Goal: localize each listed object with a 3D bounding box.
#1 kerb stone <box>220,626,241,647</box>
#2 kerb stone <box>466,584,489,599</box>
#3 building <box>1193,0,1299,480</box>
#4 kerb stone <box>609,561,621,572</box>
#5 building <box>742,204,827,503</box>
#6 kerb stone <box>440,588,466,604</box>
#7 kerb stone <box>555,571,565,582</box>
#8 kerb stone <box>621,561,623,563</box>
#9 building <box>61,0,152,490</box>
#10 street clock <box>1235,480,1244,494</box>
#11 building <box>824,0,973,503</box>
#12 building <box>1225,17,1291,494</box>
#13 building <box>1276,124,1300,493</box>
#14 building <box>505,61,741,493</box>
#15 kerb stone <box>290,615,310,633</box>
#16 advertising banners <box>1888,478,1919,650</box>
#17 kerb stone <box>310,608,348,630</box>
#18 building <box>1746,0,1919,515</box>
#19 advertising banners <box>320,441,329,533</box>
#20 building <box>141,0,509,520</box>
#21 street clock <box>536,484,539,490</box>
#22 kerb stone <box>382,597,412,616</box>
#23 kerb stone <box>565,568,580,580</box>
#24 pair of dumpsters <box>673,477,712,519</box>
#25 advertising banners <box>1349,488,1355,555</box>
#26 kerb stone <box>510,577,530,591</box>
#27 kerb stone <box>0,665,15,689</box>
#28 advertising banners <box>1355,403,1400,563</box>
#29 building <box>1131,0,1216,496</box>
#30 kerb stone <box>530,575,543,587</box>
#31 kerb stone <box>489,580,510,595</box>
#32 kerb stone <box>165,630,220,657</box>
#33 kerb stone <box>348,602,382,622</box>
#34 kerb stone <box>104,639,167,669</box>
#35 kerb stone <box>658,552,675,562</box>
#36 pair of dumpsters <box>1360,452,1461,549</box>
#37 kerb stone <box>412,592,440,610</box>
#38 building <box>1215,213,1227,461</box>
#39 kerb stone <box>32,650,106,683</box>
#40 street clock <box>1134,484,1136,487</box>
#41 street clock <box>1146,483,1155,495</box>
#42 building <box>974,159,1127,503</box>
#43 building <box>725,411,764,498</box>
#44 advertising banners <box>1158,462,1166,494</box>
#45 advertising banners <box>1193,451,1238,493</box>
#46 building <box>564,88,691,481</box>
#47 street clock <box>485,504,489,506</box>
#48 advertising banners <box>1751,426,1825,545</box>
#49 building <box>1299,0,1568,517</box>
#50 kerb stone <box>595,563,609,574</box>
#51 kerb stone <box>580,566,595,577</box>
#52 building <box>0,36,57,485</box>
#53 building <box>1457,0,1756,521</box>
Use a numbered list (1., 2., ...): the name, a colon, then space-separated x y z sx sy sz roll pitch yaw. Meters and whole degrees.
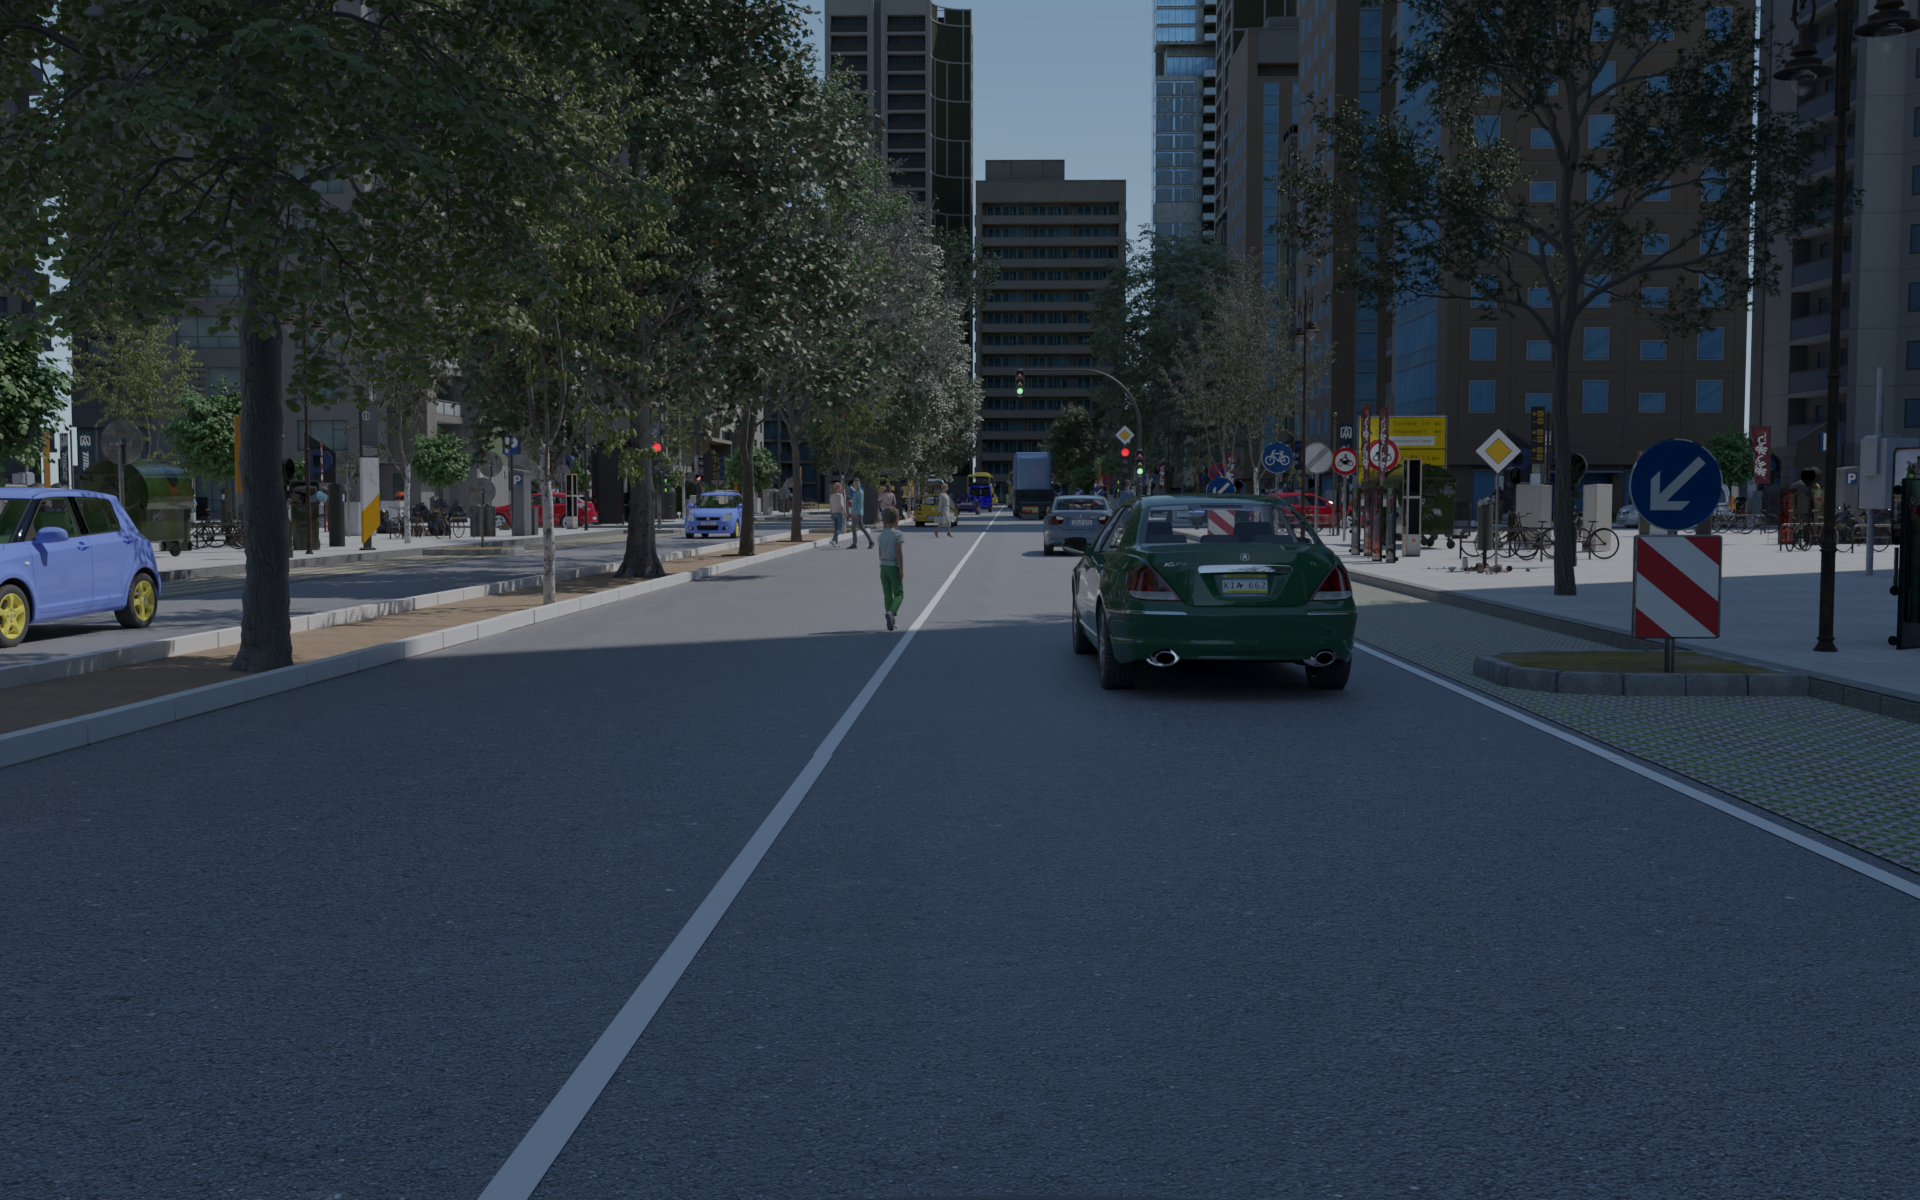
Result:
1. kerb stone: -6.931 0.342 16.599 0.120 0.150 1.000 0 4 2
2. kerb stone: -6.711 -0.096 23.774 0.120 0.150 1.000 0 4 2
3. building: 37.953 -46.313 195.469 20.563 71.187 20.611 0 4 2
4. kerb stone: -6.472 -0.597 31.962 0.120 0.150 1.000 0 4 2
5. building: -33.688 -36.735 255.236 28.867 44.769 22.147 0 4 2
6. kerb stone: -6.743 -0.034 22.746 0.120 0.150 1.000 0 4 2
7. kerb stone: -6.590 -0.347 27.865 0.120 0.150 1.000 0 4 2
8. kerb stone: -6.435 -0.658 32.983 0.120 0.150 1.000 0 4 2
9. building: -42.268 -32.508 120.748 28.713 52.752 27.495 0 4 2
10. street clock: 14.682 -5.302 91.263 0.471 2.002 0.358 2 4 34
11. building: -8.513 -49.842 253.174 20.611 71.187 20.563 0 4 2
12. building: 33.101 -31.460 164.475 14.600 45.320 14.200 0 4 2
13. building: 32.196 -22.417 138.214 14.160 30.474 14.107 0 4 2
14. building: -38.022 -36.193 181.001 28.713 52.752 27.495 0 4 2
15. kerb stone: -6.905 0.282 17.625 0.120 0.150 1.000 0 4 2
16. advertising banners: 8.511 -1.132 14.700 2.074 3.025 0.090 -2 4 -34
17. kerb stone: -6.864 0.220 18.646 0.120 0.150 1.000 0 4 2
18. building: 61.256 -33.746 93.745 28.212 58.520 21.231 0 4 2
19. advertising banners: -21.287 -3.787 58.101 0.090 3.025 2.074 -1 4 -12
20. building: -33.166 -24.962 91.718 14.154 41.232 14.086 0 4 2
21. street clock: -26.639 -6.382 108.908 0.358 2.002 0.471 0 4 4
22. kerb stone: -6.806 0.092 20.694 0.120 0.150 1.000 0 4 2
23. kerb stone: -6.568 -0.409 28.890 0.120 0.150 1.000 0 4 2
24. pair of dumpsters: -14.332 -5.504 92.489 1.574 2.255 4.437 0 4 2
25. advertising banners: 8.412 -2.411 35.614 0.090 3.025 2.074 0 4 -7
26. kerb stone: -6.654 -0.222 25.822 0.120 0.150 1.000 0 4 2
27. kerb stone: -7.058 0.593 12.499 0.120 0.150 1.000 0 4 2
28. advertising banners: 7.961 -2.248 32.936 0.090 3.025 2.074 0 4 -6
29. building: 39.688 -57.486 252.575 31.000 86.520 22.319 0 4 2
30. kerb stone: -6.629 -0.284 26.844 0.120 0.150 1.000 0 4 2
31. kerb stone: -6.685 -0.159 24.801 0.120 0.150 1.000 0 4 2
32. kerb stone: -6.968 0.405 15.577 0.120 0.150 1.000 0 4 2
33. kerb stone: -6.835 0.154 19.673 0.120 0.150 1.000 0 4 2
34. kerb stone: -6.993 0.469 14.556 0.120 0.150 1.000 0 4 2
35. kerb stone: -6.315 -0.907 37.091 0.120 0.150 1.000 0 4 2
36. pair of dumpsters: 10.976 -2.438 42.356 1.574 2.255 4.437 0 4 2
37. kerb stone: -6.779 0.029 21.723 0.120 0.150 1.000 0 4 2
38. building: 33.351 -24.943 179.516 14.160 30.474 14.107 0 4 2
39. kerb stone: -7.018 0.534 13.534 0.120 0.150 1.000 0 4 2
40. street clock: 12.767 -7.389 125.386 0.471 2.002 0.358 0 4 -1
41. street clock: 10.946 -5.798 99.369 0.471 2.002 0.358 2 4 35
42. building: 12.980 -38.507 253.297 21.600 48.544 21.300 0 4 2
43. building: -30.414 -26.319 202.018 14.107 30.474 14.160 0 4 2
44. advertising banners: 11.733 -6.042 94.979 2.074 3.025 0.090 -1 4 -21
45. advertising banners: 10.312 -4.533 70.300 2.074 3.025 0.090 2 4 33
46. building: -34.321 -43.918 156.308 20.563 71.187 20.611 0 4 2
47. street clock: -24.139 -5.127 88.391 0.358 2.002 0.471 3 5 44
48. advertising banners: 21.114 -2.926 44.035 0.090 3.025 2.074 -3 5 -43
49. building: 30.624 -28.476 115.686 14.600 45.320 14.200 0 4 2
50. kerb stone: -6.501 -0.535 30.940 0.120 0.150 1.000 0 4 2
51. kerb stone: -6.531 -0.472 29.919 0.120 0.150 1.000 0 4 2
52. building: -67.214 -33.755 93.895 28.212 58.520 21.231 0 4 2
53. building: 30.634 -26.833 88.835 14.200 45.320 14.600 0 4 2
